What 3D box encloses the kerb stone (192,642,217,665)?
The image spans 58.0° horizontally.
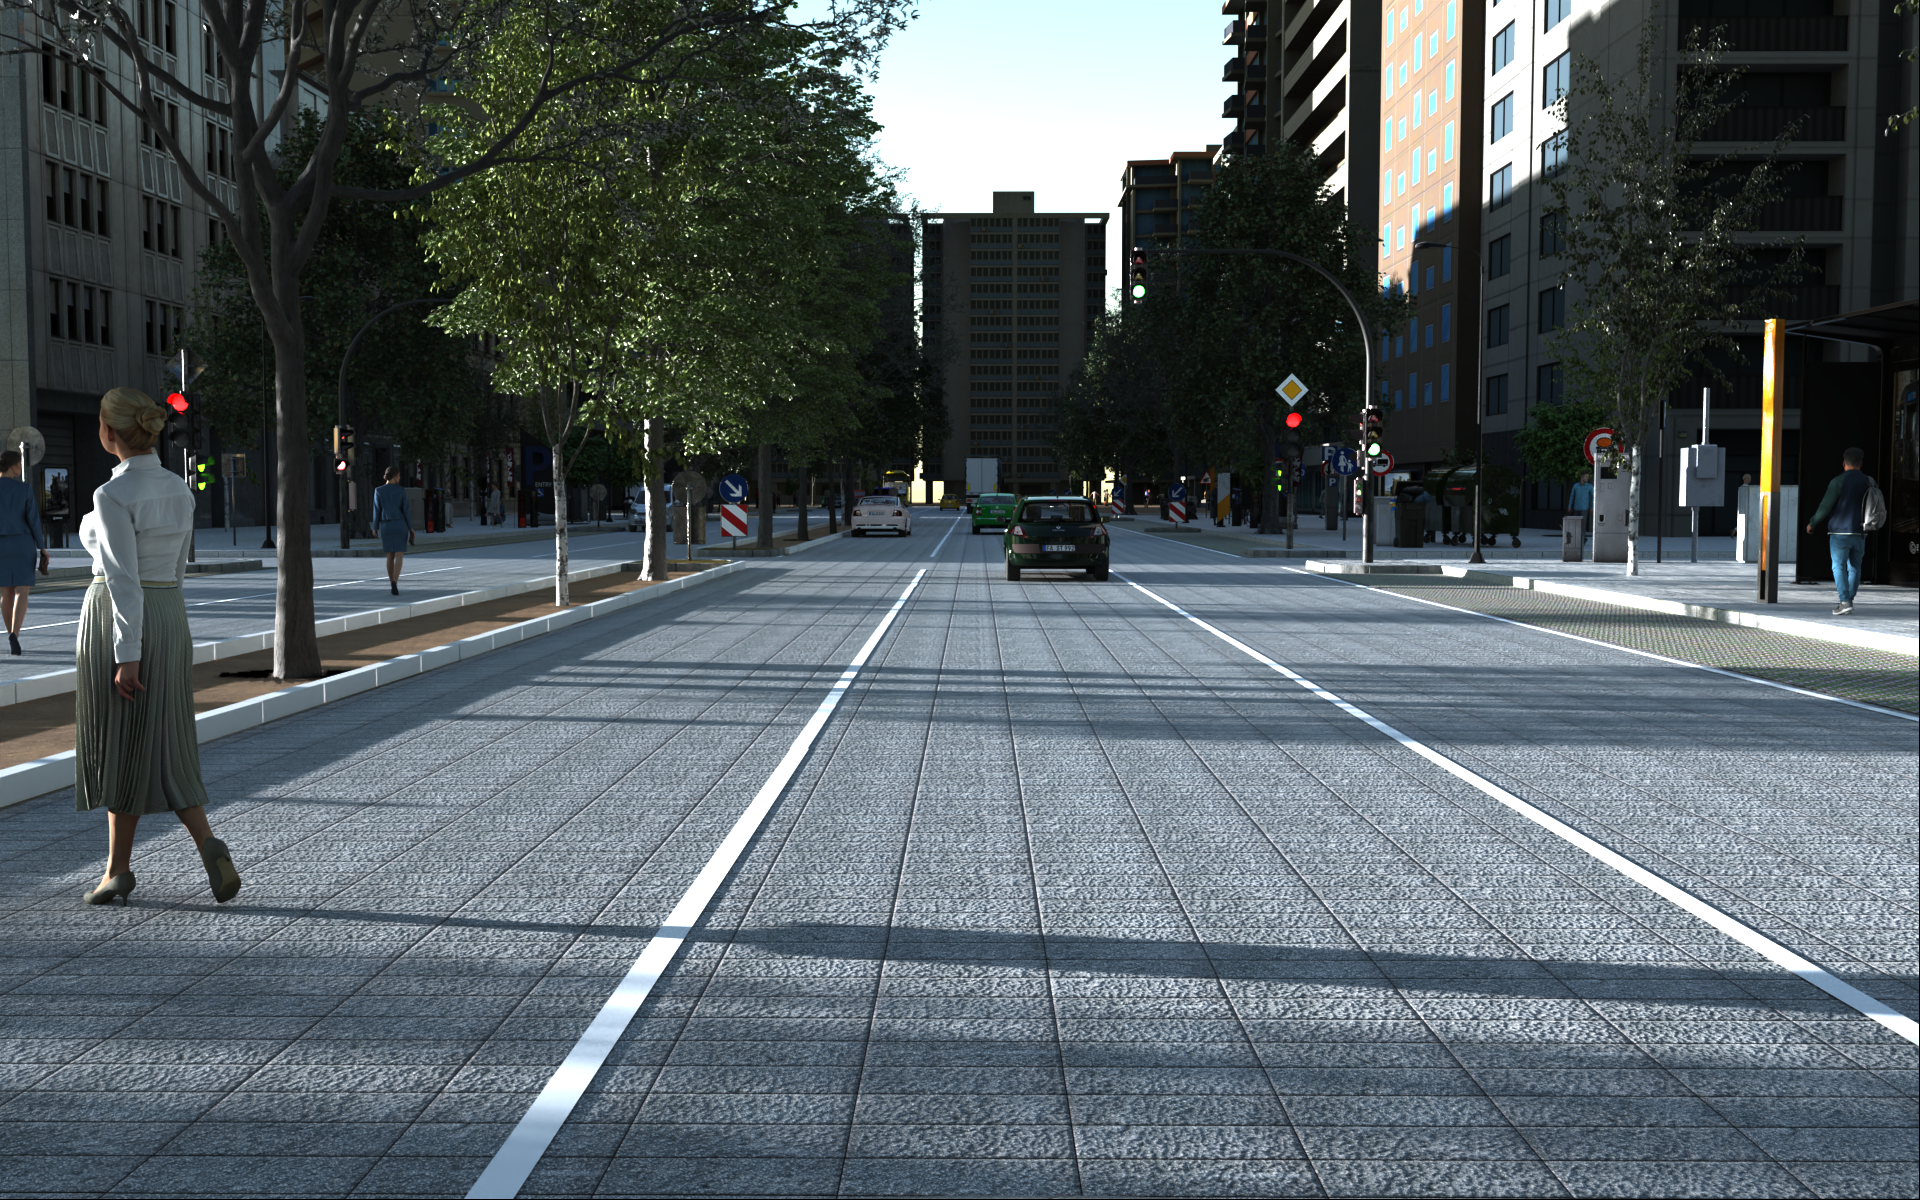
[{"bbox_3d":[-6.450,0.482,14.326,0.120,0.150,1.000,0,4,1],"label":"kerb stone"}]

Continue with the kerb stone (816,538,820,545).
[{"bbox_3d":[-4.043,-1.559,47.702,0.120,0.150,1.000,0,4,1],"label":"kerb stone"}]

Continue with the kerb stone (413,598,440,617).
[{"bbox_3d":[-6.394,0.105,20.485,0.120,0.150,1.000,0,4,1],"label":"kerb stone"}]

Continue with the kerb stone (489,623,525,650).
[{"bbox_3d":[-4.335,0.356,16.384,0.120,0.150,1.000,0,4,1],"label":"kerb stone"}]

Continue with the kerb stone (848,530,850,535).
[{"bbox_3d":[-3.940,-2.251,59.001,0.120,0.150,1.000,0,4,1],"label":"kerb stone"}]

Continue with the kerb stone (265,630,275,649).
[{"bbox_3d":[-6.435,0.358,16.385,0.120,0.150,1.000,0,4,1],"label":"kerb stone"}]

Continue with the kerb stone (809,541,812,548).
[{"bbox_3d":[-4.062,-1.435,45.654,0.120,0.150,1.000,0,4,1],"label":"kerb stone"}]

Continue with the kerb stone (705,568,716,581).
[{"bbox_3d":[-4.218,-0.396,28.670,0.120,0.150,1.000,0,4,1],"label":"kerb stone"}]

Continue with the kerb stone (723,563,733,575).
[{"bbox_3d":[-4.202,-0.521,30.719,0.120,0.150,1.000,0,4,1],"label":"kerb stone"}]

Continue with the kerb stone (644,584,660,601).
[{"bbox_3d":[-4.267,-0.083,23.550,0.120,0.150,1.000,0,4,1],"label":"kerb stone"}]

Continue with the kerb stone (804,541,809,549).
[{"bbox_3d":[-4.064,-1.372,44.622,0.120,0.150,1.000,0,4,1],"label":"kerb stone"}]

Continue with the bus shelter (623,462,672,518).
[{"bbox_3d":[-17.579,-6.295,96.840,2.014,3.302,5.546,0,4,0],"label":"bus shelter"}]

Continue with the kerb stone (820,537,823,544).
[{"bbox_3d":[-4.031,-1.623,48.728,0.120,0.150,1.000,0,4,1],"label":"kerb stone"}]

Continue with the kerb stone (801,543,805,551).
[{"bbox_3d":[-4.071,-1.302,43.596,0.120,0.150,1.000,0,4,1],"label":"kerb stone"}]

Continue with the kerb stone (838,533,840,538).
[{"bbox_3d":[-3.978,-2.000,54.893,0.120,0.150,1.000,0,4,1],"label":"kerb stone"}]

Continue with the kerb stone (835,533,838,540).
[{"bbox_3d":[-3.987,-1.937,53.864,0.120,0.150,1.000,0,4,1],"label":"kerb stone"}]

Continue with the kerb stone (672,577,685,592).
[{"bbox_3d":[-4.254,-0.205,25.605,0.120,0.150,1.000,0,4,1],"label":"kerb stone"}]

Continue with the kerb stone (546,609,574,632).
[{"bbox_3d":[-4.311,0.231,18.428,0.120,0.150,1.000,0,4,1],"label":"kerb stone"}]

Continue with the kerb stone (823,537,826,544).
[{"bbox_3d":[-4.019,-1.685,49.752,0.120,0.150,1.000,0,4,1],"label":"kerb stone"}]

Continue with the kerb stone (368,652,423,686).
[{"bbox_3d":[-4.366,0.544,13.308,0.120,0.150,1.000,0,4,1],"label":"kerb stone"}]

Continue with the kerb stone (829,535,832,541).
[{"bbox_3d":[-4.008,-1.811,51.811,0.120,0.150,1.000,0,4,1],"label":"kerb stone"}]

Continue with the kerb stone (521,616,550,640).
[{"bbox_3d":[-4.326,0.295,17.406,0.120,0.150,1.000,0,4,1],"label":"kerb stone"}]

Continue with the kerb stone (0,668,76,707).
[{"bbox_3d":[-6.473,0.608,12.282,0.120,0.150,1.000,0,4,1],"label":"kerb stone"}]

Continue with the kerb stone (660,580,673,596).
[{"bbox_3d":[-4.253,-0.144,24.583,0.120,0.150,1.000,0,4,1],"label":"kerb stone"}]

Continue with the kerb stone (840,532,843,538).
[{"bbox_3d":[-3.968,-2.063,55.920,0.120,0.150,1.000,0,4,1],"label":"kerb stone"}]

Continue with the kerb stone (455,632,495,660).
[{"bbox_3d":[-4.340,0.421,15.352,0.120,0.150,1.000,0,4,1],"label":"kerb stone"}]

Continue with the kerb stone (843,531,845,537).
[{"bbox_3d":[-3.954,-2.122,56.942,0.120,0.150,1.000,0,4,1],"label":"kerb stone"}]

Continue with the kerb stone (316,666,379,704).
[{"bbox_3d":[-4.375,0.609,12.287,0.120,0.150,1.000,0,4,1],"label":"kerb stone"}]

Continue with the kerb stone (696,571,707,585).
[{"bbox_3d":[-4.224,-0.330,27.649,0.120,0.150,1.000,0,4,1],"label":"kerb stone"}]

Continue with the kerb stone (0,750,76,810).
[{"bbox_3d":[-4.411,0.860,8.198,0.120,0.150,1.000,0,4,1],"label":"kerb stone"}]

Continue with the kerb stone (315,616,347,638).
[{"bbox_3d":[-6.425,0.293,17.407,0.120,0.150,1.000,0,4,1],"label":"kerb stone"}]

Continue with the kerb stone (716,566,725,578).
[{"bbox_3d":[-4.208,-0.459,29.692,0.120,0.150,1.000,0,4,1],"label":"kerb stone"}]

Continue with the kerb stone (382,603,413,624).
[{"bbox_3d":[-6.402,0.168,19.454,0.120,0.150,1.000,0,4,1],"label":"kerb stone"}]

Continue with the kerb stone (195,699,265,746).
[{"bbox_3d":[-4.391,0.733,10.242,0.120,0.150,1.000,0,4,1],"label":"kerb stone"}]

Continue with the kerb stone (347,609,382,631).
[{"bbox_3d":[-6.417,0.230,18.432,0.120,0.150,1.000,0,4,1],"label":"kerb stone"}]

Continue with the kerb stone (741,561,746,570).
[{"bbox_3d":[-4.177,-0.647,32.767,0.120,0.150,1.000,0,4,1],"label":"kerb stone"}]

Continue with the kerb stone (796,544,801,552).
[{"bbox_3d":[-4.091,-1.242,42.565,0.120,0.150,1.000,0,4,1],"label":"kerb stone"}]

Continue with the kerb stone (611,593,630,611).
[{"bbox_3d":[-4.287,0.049,21.494,0.120,0.150,1.000,0,4,1],"label":"kerb stone"}]

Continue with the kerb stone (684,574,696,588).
[{"bbox_3d":[-4.232,-0.271,26.627,0.120,0.150,1.000,0,4,1],"label":"kerb stone"}]

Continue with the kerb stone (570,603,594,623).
[{"bbox_3d":[-4.308,0.168,19.450,0.120,0.150,1.000,0,4,1],"label":"kerb stone"}]

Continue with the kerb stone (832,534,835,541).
[{"bbox_3d":[-3.995,-1.871,52.837,0.120,0.150,1.000,0,4,1],"label":"kerb stone"}]

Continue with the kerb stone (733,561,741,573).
[{"bbox_3d":[-4.187,-0.583,31.745,0.120,0.150,1.000,0,4,1],"label":"kerb stone"}]

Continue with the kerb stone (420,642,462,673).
[{"bbox_3d":[-4.353,0.486,14.330,0.120,0.150,1.000,0,4,1],"label":"kerb stone"}]

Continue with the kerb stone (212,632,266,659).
[{"bbox_3d":[-6.443,0.418,15.359,0.120,0.150,1.000,0,4,1],"label":"kerb stone"}]

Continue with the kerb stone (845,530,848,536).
[{"bbox_3d":[-3.947,-2.188,57.975,0.120,0.150,1.000,0,4,1],"label":"kerb stone"}]

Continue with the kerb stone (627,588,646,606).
[{"bbox_3d":[-4.276,-0.020,22.523,0.120,0.150,1.000,0,4,1],"label":"kerb stone"}]

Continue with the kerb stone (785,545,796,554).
[{"bbox_3d":[-4.101,-1.183,41.543,0.120,0.150,1.000,0,4,1],"label":"kerb stone"}]

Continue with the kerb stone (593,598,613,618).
[{"bbox_3d":[-4.292,0.110,20.472,0.120,0.150,1.000,0,4,1],"label":"kerb stone"}]

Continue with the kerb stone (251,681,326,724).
[{"bbox_3d":[-4.386,0.669,11.264,0.120,0.150,1.000,0,4,1],"label":"kerb stone"}]

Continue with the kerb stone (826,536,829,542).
[{"bbox_3d":[-4.014,-1.749,50.789,0.120,0.150,1.000,0,4,1],"label":"kerb stone"}]

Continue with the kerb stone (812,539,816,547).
[{"bbox_3d":[-4.054,-1.498,46.680,0.120,0.150,1.000,0,4,1],"label":"kerb stone"}]
